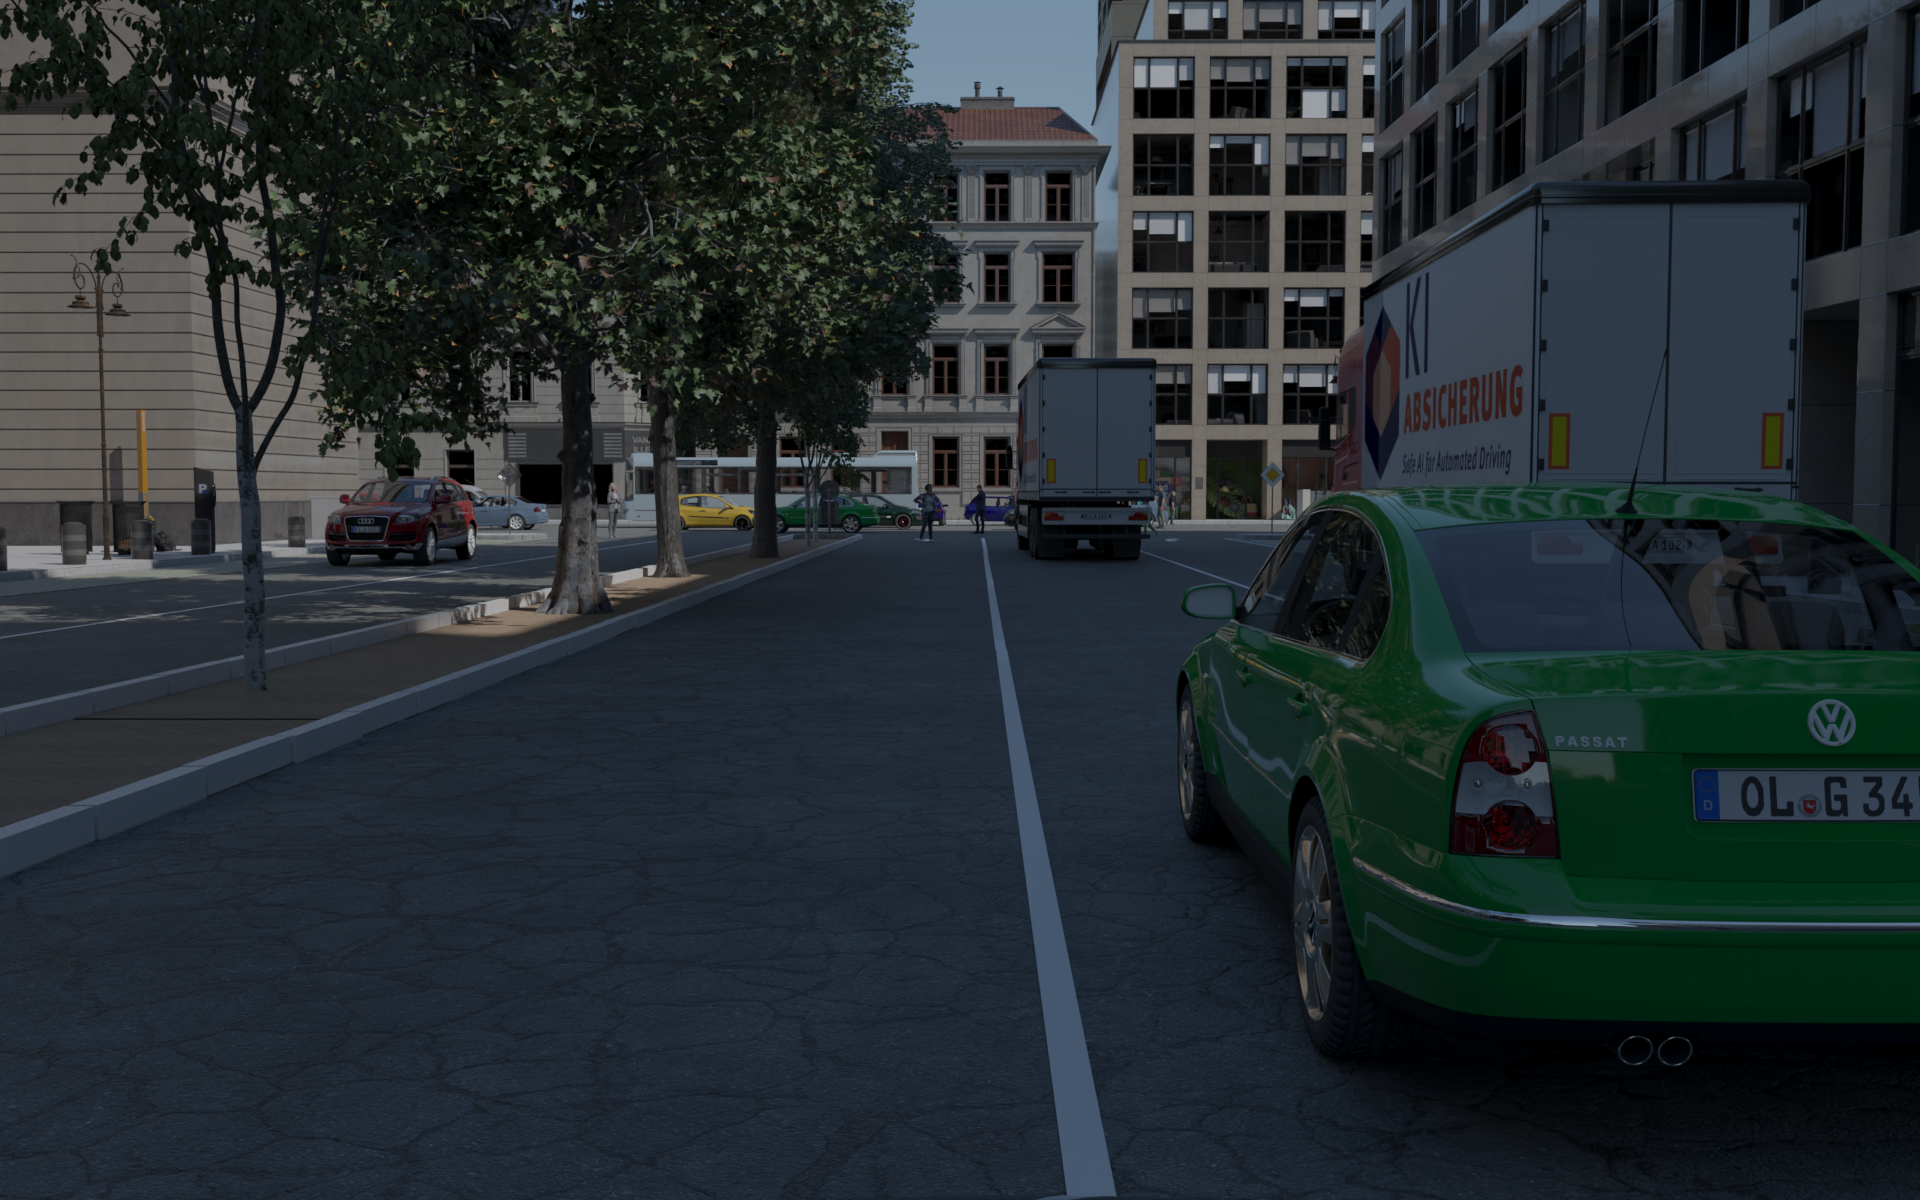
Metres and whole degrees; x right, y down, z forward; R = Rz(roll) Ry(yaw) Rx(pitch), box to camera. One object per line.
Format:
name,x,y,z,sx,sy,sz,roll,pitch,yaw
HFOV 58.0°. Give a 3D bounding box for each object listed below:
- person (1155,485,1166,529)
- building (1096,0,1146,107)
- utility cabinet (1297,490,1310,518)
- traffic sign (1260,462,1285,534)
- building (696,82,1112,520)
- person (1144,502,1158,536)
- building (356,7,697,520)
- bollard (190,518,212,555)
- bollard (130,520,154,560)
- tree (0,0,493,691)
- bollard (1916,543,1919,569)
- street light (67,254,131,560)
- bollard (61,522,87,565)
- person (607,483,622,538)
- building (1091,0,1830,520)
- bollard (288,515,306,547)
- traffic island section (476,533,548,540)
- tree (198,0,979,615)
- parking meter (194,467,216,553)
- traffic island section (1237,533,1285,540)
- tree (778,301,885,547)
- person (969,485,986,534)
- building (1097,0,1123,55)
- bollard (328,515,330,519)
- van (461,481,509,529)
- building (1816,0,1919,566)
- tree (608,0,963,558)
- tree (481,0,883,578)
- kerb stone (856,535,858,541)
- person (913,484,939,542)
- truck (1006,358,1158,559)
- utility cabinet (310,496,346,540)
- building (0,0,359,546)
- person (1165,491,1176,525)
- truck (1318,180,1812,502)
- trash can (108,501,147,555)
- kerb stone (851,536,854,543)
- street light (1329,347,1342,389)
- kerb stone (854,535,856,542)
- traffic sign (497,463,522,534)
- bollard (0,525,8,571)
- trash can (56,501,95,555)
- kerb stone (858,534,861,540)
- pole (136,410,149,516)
person,8.284,-3.855,71.650,0.434,1.807,0.598,0,4,6
building,24.282,-33.139,165.526,21.300,48.544,21.600,0,4,1
utility cabinet,16.738,-4.633,84.435,0.318,1.500,1.173,2,4,29
traffic sign,9.898,-3.136,54.914,0.795,2.450,0.064,0,4,1
building,-3.183,-15.520,89.906,21.152,22.565,11.583,0,4,1
person,6.403,-2.809,58.673,0.590,1.304,0.306,1,4,23
building,-35.792,-19.388,93.412,44.131,29.872,17.030,0,4,1
bollard,-16.065,-1.342,36.657,0.404,0.777,0.398,0,3,0
bollard,-16.092,-1.184,34.068,0.404,0.777,0.398,0,3,0
tree,-5.071,-3.624,12.069,4.737,8.622,4.395,0,3,0
bollard,11.136,-0.309,19.770,0.404,0.777,0.398,0,3,0
street light,-16.623,-3.718,33.578,0.468,5.910,1.993,0,4,1
bollard,-16.111,-1.026,31.491,0.404,0.777,0.398,0,3,0
person,-11.371,-2.964,57.152,0.537,1.800,0.526,-2,4,-32
building,24.778,-17.699,93.892,34.151,26.468,19.350,0,4,1
bollard,-16.022,-1.658,41.828,0.404,0.777,0.398,0,3,0
traffic island section,-14.368,-2.014,55.214,2.009,0.180,2.903,0,4,1
tree,-4.601,-6.187,20.622,9.611,12.733,9.660,0,3,0
parking meter,-16.302,-1.940,37.425,0.399,1.863,0.255,-1,4,-9
traffic island section,9.922,-2.001,54.991,2.009,0.180,2.903,0,4,1
tree,-4.239,-5.992,50.788,4.737,8.622,4.395,0,3,0
person,0.617,-3.278,62.544,0.568,1.767,0.683,1,4,19
building,24.579,-46.652,201.006,20.563,71.187,20.611,0,4,1
bollard,-15.999,-1.816,44.412,0.404,0.777,0.398,0,3,0
van,-20.297,-3.960,71.760,4.112,2.044,2.013,0,4,2
building,22.075,-14.141,35.721,19.350,26.468,34.151,0,4,1
tree,-4.393,-7.908,38.416,9.857,13.997,8.962,0,3,0
tree,-5.159,-7.317,29.510,7.806,13.903,7.818,0,3,0
kerb stone,-3.214,-1.814,51.915,0.120,0.150,1.000,0,4,1
person,-0.959,-2.579,51.397,0.841,1.734,0.376,-1,4,-21
truck,2.714,-3.201,41.252,2.839,4.237,11.283,0,4,-1
utility cabinet,-17.710,-2.299,48.749,1.020,1.237,0.306,0,4,1
building,-30.854,-15.324,47.817,25.104,27.353,12.463,0,4,1
person,9.716,-4.225,79.783,0.471,1.553,0.569,2,4,24
truck,6.554,-1.970,21.117,2.839,4.237,11.283,0,4,2
trash can,-17.530,-1.521,36.523,0.748,1.137,0.748,0,3,0
kerb stone,-3.226,-1.685,49.852,0.120,0.150,1.000,0,4,1
street light,11.941,-4.997,54.495,0.468,5.910,1.993,0,4,1
kerb stone,-3.222,-1.753,50.879,0.120,0.150,1.000,0,4,1
traffic sign,-14.345,-3.150,55.152,0.795,2.450,0.064,0,4,1
bollard,-16.136,-0.868,28.914,0.404,0.777,0.398,0,3,0
trash can,-18.687,-1.527,36.619,0.748,1.137,0.748,0,3,0
kerb stone,-3.210,-1.879,52.941,0.120,0.150,1.000,0,4,1
pole,-19.880,-2.953,42.129,0.158,3.312,0.155,0,3,0
